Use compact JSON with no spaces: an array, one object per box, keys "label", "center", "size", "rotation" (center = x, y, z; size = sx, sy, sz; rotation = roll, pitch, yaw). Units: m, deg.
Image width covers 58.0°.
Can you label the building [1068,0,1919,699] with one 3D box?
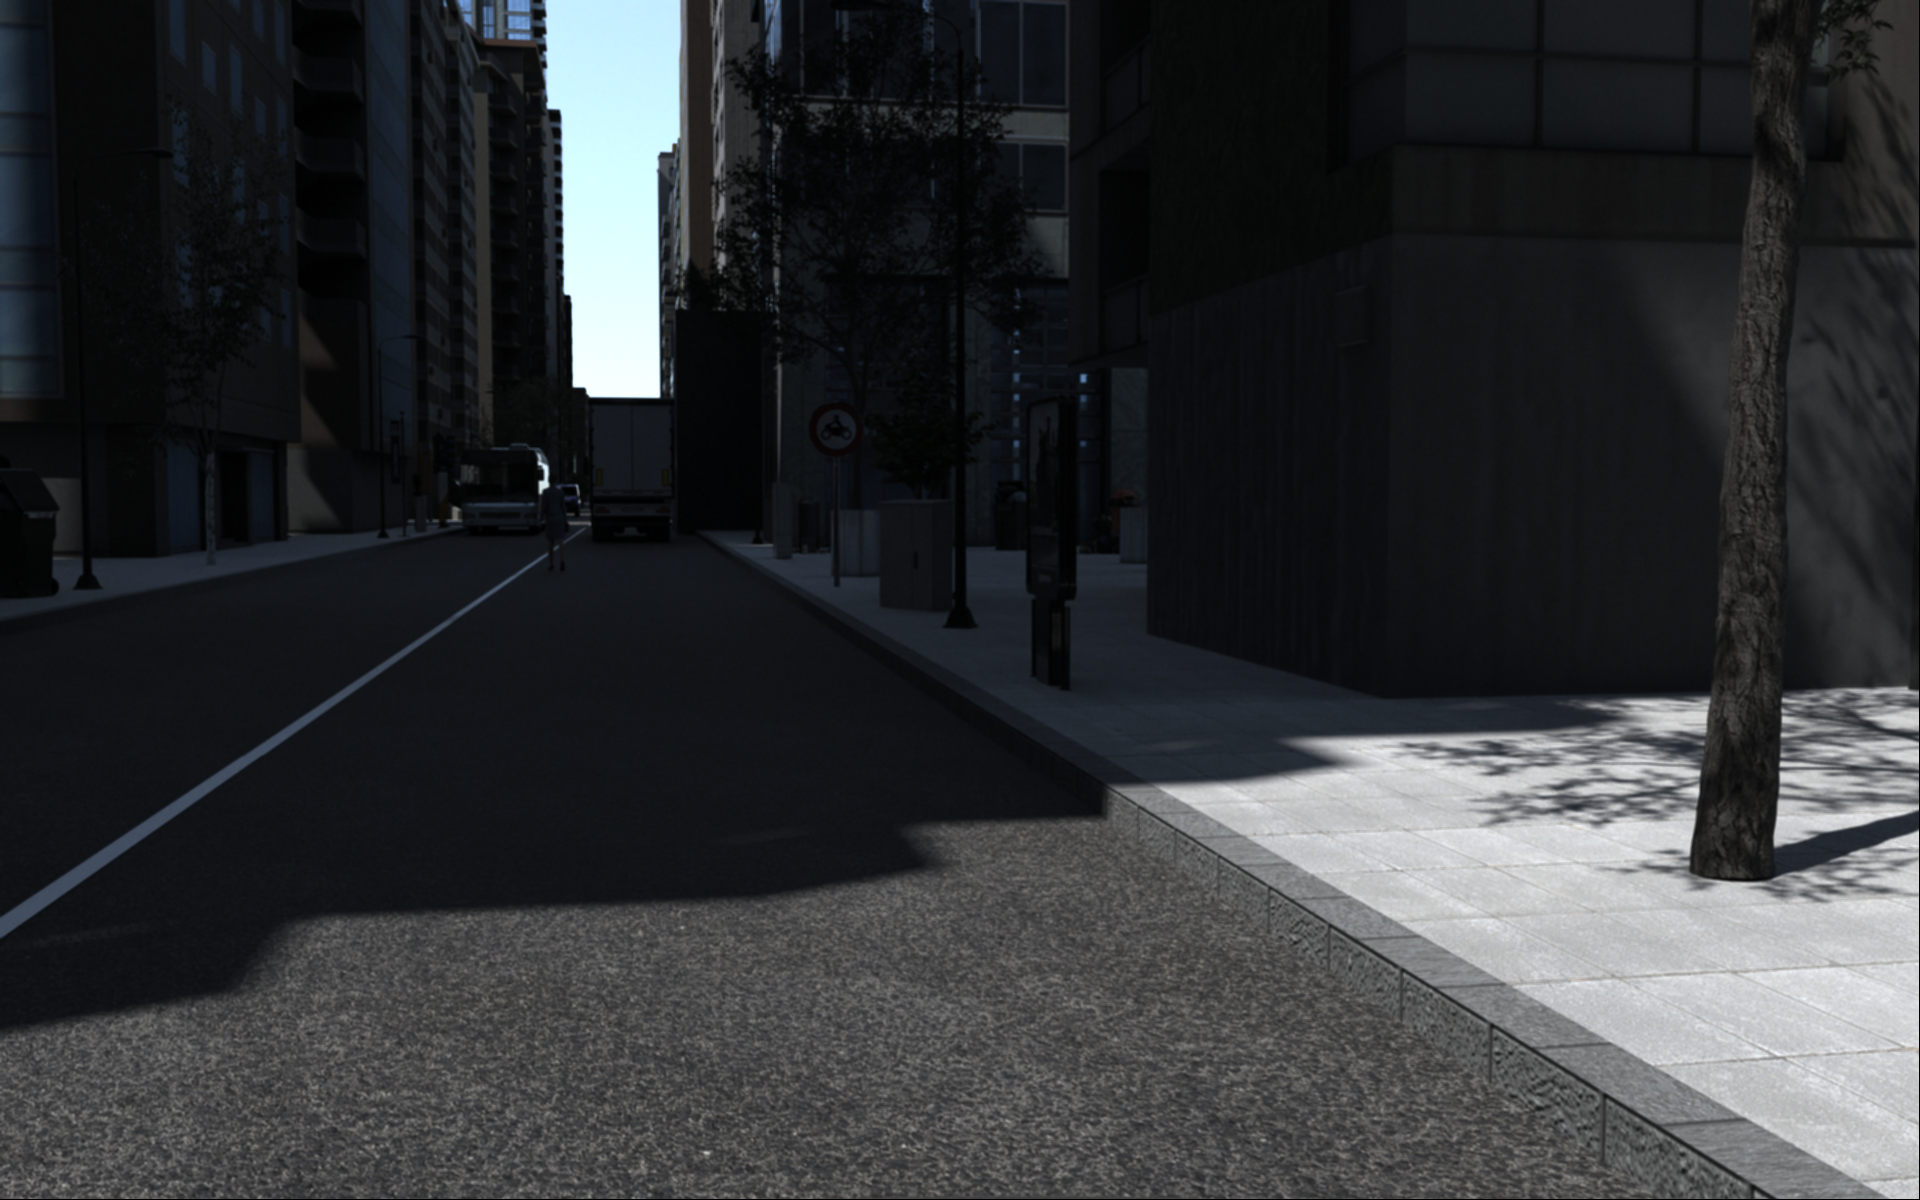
[{"label":"building","center":[8.297,-20.427,17.579],"size":[14.154,41.232,14.086],"rotation":[-1,4,-11]}]

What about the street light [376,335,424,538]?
[{"label":"street light","center":[-16.306,-4.766,50.470],"size":[1.470,5.913,1.316],"rotation":[-1,4,-11]}]

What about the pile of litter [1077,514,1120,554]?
[{"label":"pile of litter","center":[3.067,-1.429,37.330],"size":[1.719,0.858,1.176],"rotation":[1,4,17]}]

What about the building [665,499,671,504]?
[{"label":"building","center":[-7.984,-27.466,140.946],"size":[32.217,40.220,23.993],"rotation":[-1,4,-11]}]

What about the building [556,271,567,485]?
[{"label":"building","center":[-56.646,-27.065,214.209],"size":[14.160,30.474,14.107],"rotation":[-1,4,-11]}]

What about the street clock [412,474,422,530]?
[{"label":"street clock","center":[-19.507,-3.528,62.247],"size":[0.358,2.002,0.471],"rotation":[0,4,-8]}]

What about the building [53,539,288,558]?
[{"label":"building","center":[-23.845,-23.777,38.864],"size":[14.600,45.320,14.200],"rotation":[-1,4,-11]}]

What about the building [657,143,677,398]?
[{"label":"building","center":[-41.124,-46.239,298.005],"size":[21.231,58.520,28.212],"rotation":[-1,4,-11]}]

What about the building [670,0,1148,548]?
[{"label":"building","center":[1.985,-45.421,55.303],"size":[22.319,86.520,31.000],"rotation":[-1,4,-11]}]

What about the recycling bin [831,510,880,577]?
[{"label":"recycling bin","center":[-1.540,-0.896,27.201],"size":[0.722,1.027,0.722],"rotation":[3,5,44]}]

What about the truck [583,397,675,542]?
[{"label":"truck","center":[-10.669,-4.083,55.671],"size":[2.839,4.237,11.283],"rotation":[-1,4,-12]}]

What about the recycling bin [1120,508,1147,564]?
[{"label":"recycling bin","center":[3.458,-1.202,32.211],"size":[0.722,1.027,0.722],"rotation":[-2,4,-34]}]

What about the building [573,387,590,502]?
[{"label":"building","center":[-76.774,-27.328,291.848],"size":[27.650,21.520,28.899],"rotation":[-1,4,-11]}]

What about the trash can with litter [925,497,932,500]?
[{"label":"trash can with litter","center":[-0.720,-1.727,39.293],"size":[1.678,1.210,2.233],"rotation":[-1,4,-13]}]

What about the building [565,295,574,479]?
[{"label":"building","center":[-61.084,-28.663,240.337],"size":[14.160,30.474,14.107],"rotation":[-1,4,-11]}]

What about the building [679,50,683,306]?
[{"label":"building","center":[-19.106,-29.290,162.486],"size":[14.154,41.232,14.086],"rotation":[-1,4,-11]}]

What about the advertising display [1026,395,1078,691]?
[{"label":"advertising display","center":[0.611,-0.397,11.709],"size":[0.123,1.923,0.974],"rotation":[-1,4,-11]}]

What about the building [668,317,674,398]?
[{"label":"building","center":[-16.915,-20.828,185.584],"size":[27.650,21.520,28.899],"rotation":[-1,4,-11]}]

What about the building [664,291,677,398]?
[{"label":"building","center":[-35.144,-29.105,247.564],"size":[14.160,30.474,14.107],"rotation":[-1,4,-11]}]

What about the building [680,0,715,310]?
[{"label":"building","center":[-10.363,-28.074,109.117],"size":[14.600,45.320,14.200],"rotation":[-1,4,-11]}]

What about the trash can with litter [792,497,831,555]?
[{"label":"trash can with litter","center":[-2.927,-1.637,37.820],"size":[2.233,1.210,1.678],"rotation":[-3,5,-44]}]

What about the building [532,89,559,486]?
[{"label":"building","center":[-51.105,-32.729,185.229],"size":[14.600,45.320,14.200],"rotation":[-1,4,-11]}]

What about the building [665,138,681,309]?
[{"label":"building","center":[-23.627,-36.348,213.899],"size":[23.786,49.044,30.456],"rotation":[-1,4,-11]}]

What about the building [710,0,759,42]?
[{"label":"building","center":[-5.297,-24.746,88.190],"size":[14.086,41.232,14.154],"rotation":[-1,4,-11]}]

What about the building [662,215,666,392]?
[{"label":"building","center":[-34.869,-39.759,269.675],"size":[23.786,49.044,30.456],"rotation":[-1,4,-11]}]

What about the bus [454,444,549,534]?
[{"label":"bus","center":[-16.786,-4.252,64.387],"size":[2.948,3.499,13.247],"rotation":[-1,4,-12]}]

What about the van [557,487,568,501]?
[{"label":"van","center":[-22.520,-5.375,94.900],"size":[2.013,2.044,4.112],"rotation":[-1,4,-12]}]

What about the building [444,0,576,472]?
[{"label":"building","center":[-69.547,-57.982,260.681],"size":[22.319,86.520,31.000],"rotation":[-1,4,-11]}]

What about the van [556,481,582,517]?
[{"label":"van","center":[-24.993,-6.420,109.345],"size":[2.240,2.365,5.245],"rotation":[-1,4,-11]}]

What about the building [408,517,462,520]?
[{"label":"building","center":[-39.855,-24.308,89.313],"size":[32.217,40.220,23.993],"rotation":[-1,4,-11]}]

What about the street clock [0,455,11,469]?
[{"label":"street clock","center":[-17.477,-1.641,31.408],"size":[0.471,2.002,0.358],"rotation":[-3,5,-41]}]

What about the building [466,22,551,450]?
[{"label":"building","center":[-50.466,-31.124,163.498],"size":[22.147,44.769,28.867],"rotation":[-1,4,-11]}]

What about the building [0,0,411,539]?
[{"label":"building","center":[-27.284,-25.051,59.691],"size":[14.200,45.320,14.600],"rotation":[-1,4,-11]}]
